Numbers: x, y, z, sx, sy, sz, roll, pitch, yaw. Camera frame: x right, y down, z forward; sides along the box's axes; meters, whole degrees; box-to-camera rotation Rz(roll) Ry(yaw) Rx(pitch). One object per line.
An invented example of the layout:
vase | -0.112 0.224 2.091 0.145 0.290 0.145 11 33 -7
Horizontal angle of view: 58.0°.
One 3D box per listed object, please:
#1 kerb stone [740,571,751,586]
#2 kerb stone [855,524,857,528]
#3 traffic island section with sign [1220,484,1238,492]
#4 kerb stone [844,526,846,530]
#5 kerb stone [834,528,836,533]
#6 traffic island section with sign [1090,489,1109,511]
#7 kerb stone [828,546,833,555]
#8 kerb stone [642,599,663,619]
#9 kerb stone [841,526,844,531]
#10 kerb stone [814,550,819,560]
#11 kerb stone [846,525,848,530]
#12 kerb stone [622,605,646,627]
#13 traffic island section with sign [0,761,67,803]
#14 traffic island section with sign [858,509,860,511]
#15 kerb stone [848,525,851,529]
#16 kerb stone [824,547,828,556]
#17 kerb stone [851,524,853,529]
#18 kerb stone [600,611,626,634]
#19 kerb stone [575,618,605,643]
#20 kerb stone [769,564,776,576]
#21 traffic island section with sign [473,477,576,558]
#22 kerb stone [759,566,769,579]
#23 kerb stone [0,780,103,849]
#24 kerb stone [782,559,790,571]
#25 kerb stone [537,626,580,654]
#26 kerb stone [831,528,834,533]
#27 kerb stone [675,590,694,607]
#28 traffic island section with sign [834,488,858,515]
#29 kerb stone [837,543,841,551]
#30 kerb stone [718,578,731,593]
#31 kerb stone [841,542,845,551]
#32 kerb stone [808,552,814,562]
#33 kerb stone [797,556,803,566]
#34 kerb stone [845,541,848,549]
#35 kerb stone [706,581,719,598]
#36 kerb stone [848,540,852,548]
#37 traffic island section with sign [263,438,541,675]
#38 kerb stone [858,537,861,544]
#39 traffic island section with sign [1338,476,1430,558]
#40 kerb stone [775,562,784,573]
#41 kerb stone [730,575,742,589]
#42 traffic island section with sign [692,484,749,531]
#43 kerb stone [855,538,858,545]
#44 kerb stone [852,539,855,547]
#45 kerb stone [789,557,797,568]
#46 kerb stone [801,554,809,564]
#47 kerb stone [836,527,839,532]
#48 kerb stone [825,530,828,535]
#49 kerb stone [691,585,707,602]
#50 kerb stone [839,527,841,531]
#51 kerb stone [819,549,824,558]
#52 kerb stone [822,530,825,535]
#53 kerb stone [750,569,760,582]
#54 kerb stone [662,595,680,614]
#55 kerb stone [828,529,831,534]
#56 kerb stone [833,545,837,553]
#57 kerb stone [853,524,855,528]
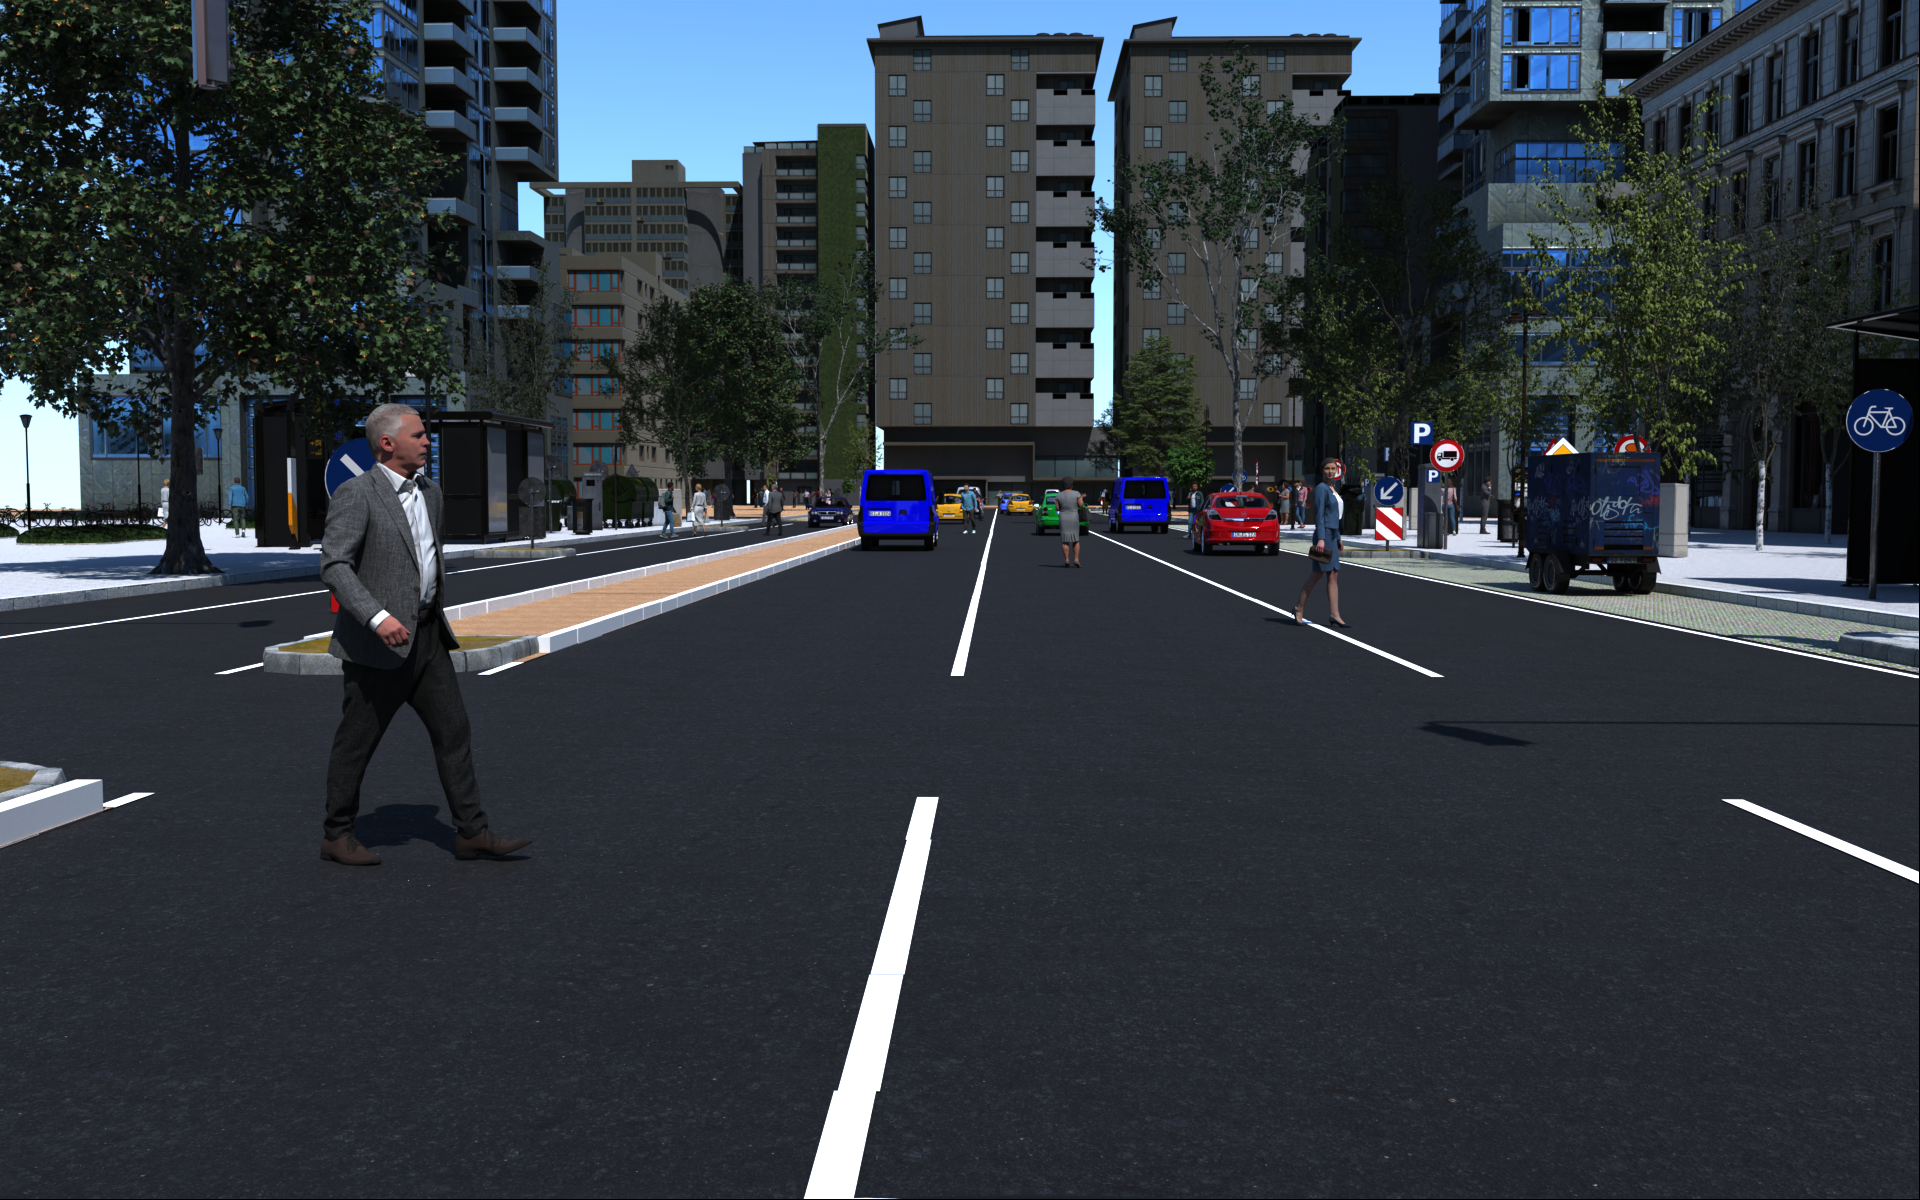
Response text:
kerb stone | -3.462 -0.313 27.317 0.120 0.150 1.000 0 4 1
kerb stone | -4.510 -3.077 72.506 0.120 0.150 1.000 0 4 1
traffic island section with sign | 10.089 -3.526 66.284 1.989 1.847 2.006 0 4 1
kerb stone | -4.631 -2.764 67.390 0.120 0.150 1.000 0 4 1
kerb stone | -4.716 -2.513 63.290 0.120 0.150 1.000 0 4 1
traffic island section with sign | 11.930 -8.335 144.899 1.989 1.847 2.006 0 4 1
kerb stone | -3.148 -1.128 40.646 0.120 0.150 1.000 0 4 1
kerb stone | -3.635 0.126 20.128 0.120 0.150 1.000 0 4 1
kerb stone | -4.647 -2.701 66.357 0.120 0.150 1.000 0 4 1
kerb stone | -3.219 -0.940 37.566 0.120 0.150 1.000 0 4 1
kerb stone | -4.611 -2.825 68.412 0.120 0.150 1.000 0 4 1
kerb stone | -3.659 0.189 19.101 0.120 0.150 1.000 0 4 1
traffic island section with sign | -4.977 0.054 7.262 2.006 1.907 1.989 0 4 1
traffic island section with sign | -7.519 -8.280 144.000 1.989 1.847 2.006 0 4 1
kerb stone | -4.585 -2.890 69.440 0.120 0.150 1.000 0 4 1
kerb stone | -3.181 -1.065 39.616 0.120 0.150 1.000 0 4 1
kerb stone | -4.557 -2.952 70.462 0.120 0.150 1.000 0 4 1
kerb stone | -3.680 0.252 18.079 0.120 0.150 1.000 0 4 1
kerb stone | -3.699 0.315 17.056 0.120 0.150 1.000 0 4 1
kerb stone | -3.395 -0.498 30.392 0.120 0.150 1.000 0 4 1
traffic island section with sign | -9.952 -1.913 39.908 1.989 1.847 2.006 0 4 1
kerb stone | -3.411 -0.439 29.369 0.120 0.150 1.000 0 4 1
kerb stone | -3.929 0.913 7.298 0.120 0.150 1.000 0 4 1
kerb stone | -3.348 -0.627 32.448 0.120 0.150 1.000 0 4 1
kerb stone | -3.725 0.377 16.035 0.120 0.150 1.000 0 4 1
kerb stone | -4.747 -2.448 62.268 0.120 0.150 1.000 0 4 1
kerb stone | -3.584 0.001 22.172 0.120 0.150 1.000 0 4 1
traffic island section with sign | -8.144 -6.631 117.052 1.989 1.847 2.006 0 4 1
kerb stone | -3.106 -1.254 42.703 0.120 0.150 1.000 0 4 1
kerb stone | -3.519 -0.187 25.259 0.120 0.150 1.000 0 4 1
kerb stone | -3.071 -1.316 43.724 0.120 0.150 1.000 0 4 1
kerb stone | -3.246 -0.876 36.543 0.120 0.150 1.000 0 4 1
kerb stone | -3.300 -0.752 34.492 0.120 0.150 1.000 0 4 1
kerb stone | -3.059 -1.379 44.755 0.120 0.150 1.000 0 4 1
kerb stone | -3.543 -0.123 24.222 0.120 0.150 1.000 0 4 1
kerb stone | -3.025 -1.443 45.781 0.120 0.150 1.000 0 4 1
traffic island section with sign | -4.794 -0.399 14.667 2.006 1.907 1.989 0 4 1
kerb stone | -2.952 -1.630 48.847 0.120 0.150 1.000 0 4 1
traffic island section with sign | 9.456 -1.878 39.336 1.989 1.847 2.006 0 4 1
kerb stone | -3.369 -0.564 31.413 0.120 0.150 1.000 0 4 1
kerb stone | -3.488 -0.251 26.291 0.120 0.150 1.000 0 4 1
traffic island section with sign | -9.305 -3.602 67.516 1.989 1.847 2.006 0 4 1
kerb stone | -2.995 -1.563 47.826 0.120 0.150 1.000 0 4 1
kerb stone | -2.997 -1.505 46.803 0.120 0.150 1.000 0 4 1
kerb stone | -3.320 -0.690 33.470 0.120 0.150 1.000 0 4 1
kerb stone | -3.272 -0.815 35.514 0.120 0.150 1.000 0 4 1
kerb stone | -4.692 -2.576 64.312 0.120 0.150 1.000 0 4 1
kerb stone | -4.799 -2.325 60.208 0.120 0.150 1.000 0 4 1
kerb stone | -3.562 -0.061 23.198 0.120 0.150 1.000 0 4 1
kerb stone | -4.675 -2.638 65.334 0.120 0.150 1.000 0 4 1
kerb stone | -3.201 -1.001 38.589 0.120 0.150 1.000 0 4 1
kerb stone | -4.824 -2.257 59.187 0.120 0.150 1.000 0 4 1
kerb stone | -3.437 -0.375 28.339 0.120 0.150 1.000 0 4 1
kerb stone | -3.607 0.069 21.150 0.120 0.150 1.000 0 4 1
kerb stone | -4.768 -2.388 61.243 0.120 0.150 1.000 0 4 1
kerb stone | -3.125 -1.190 41.681 0.120 0.150 1.000 0 4 1
kerb stone | -4.537 -3.015 71.484 0.120 0.150 1.000 0 4 1
